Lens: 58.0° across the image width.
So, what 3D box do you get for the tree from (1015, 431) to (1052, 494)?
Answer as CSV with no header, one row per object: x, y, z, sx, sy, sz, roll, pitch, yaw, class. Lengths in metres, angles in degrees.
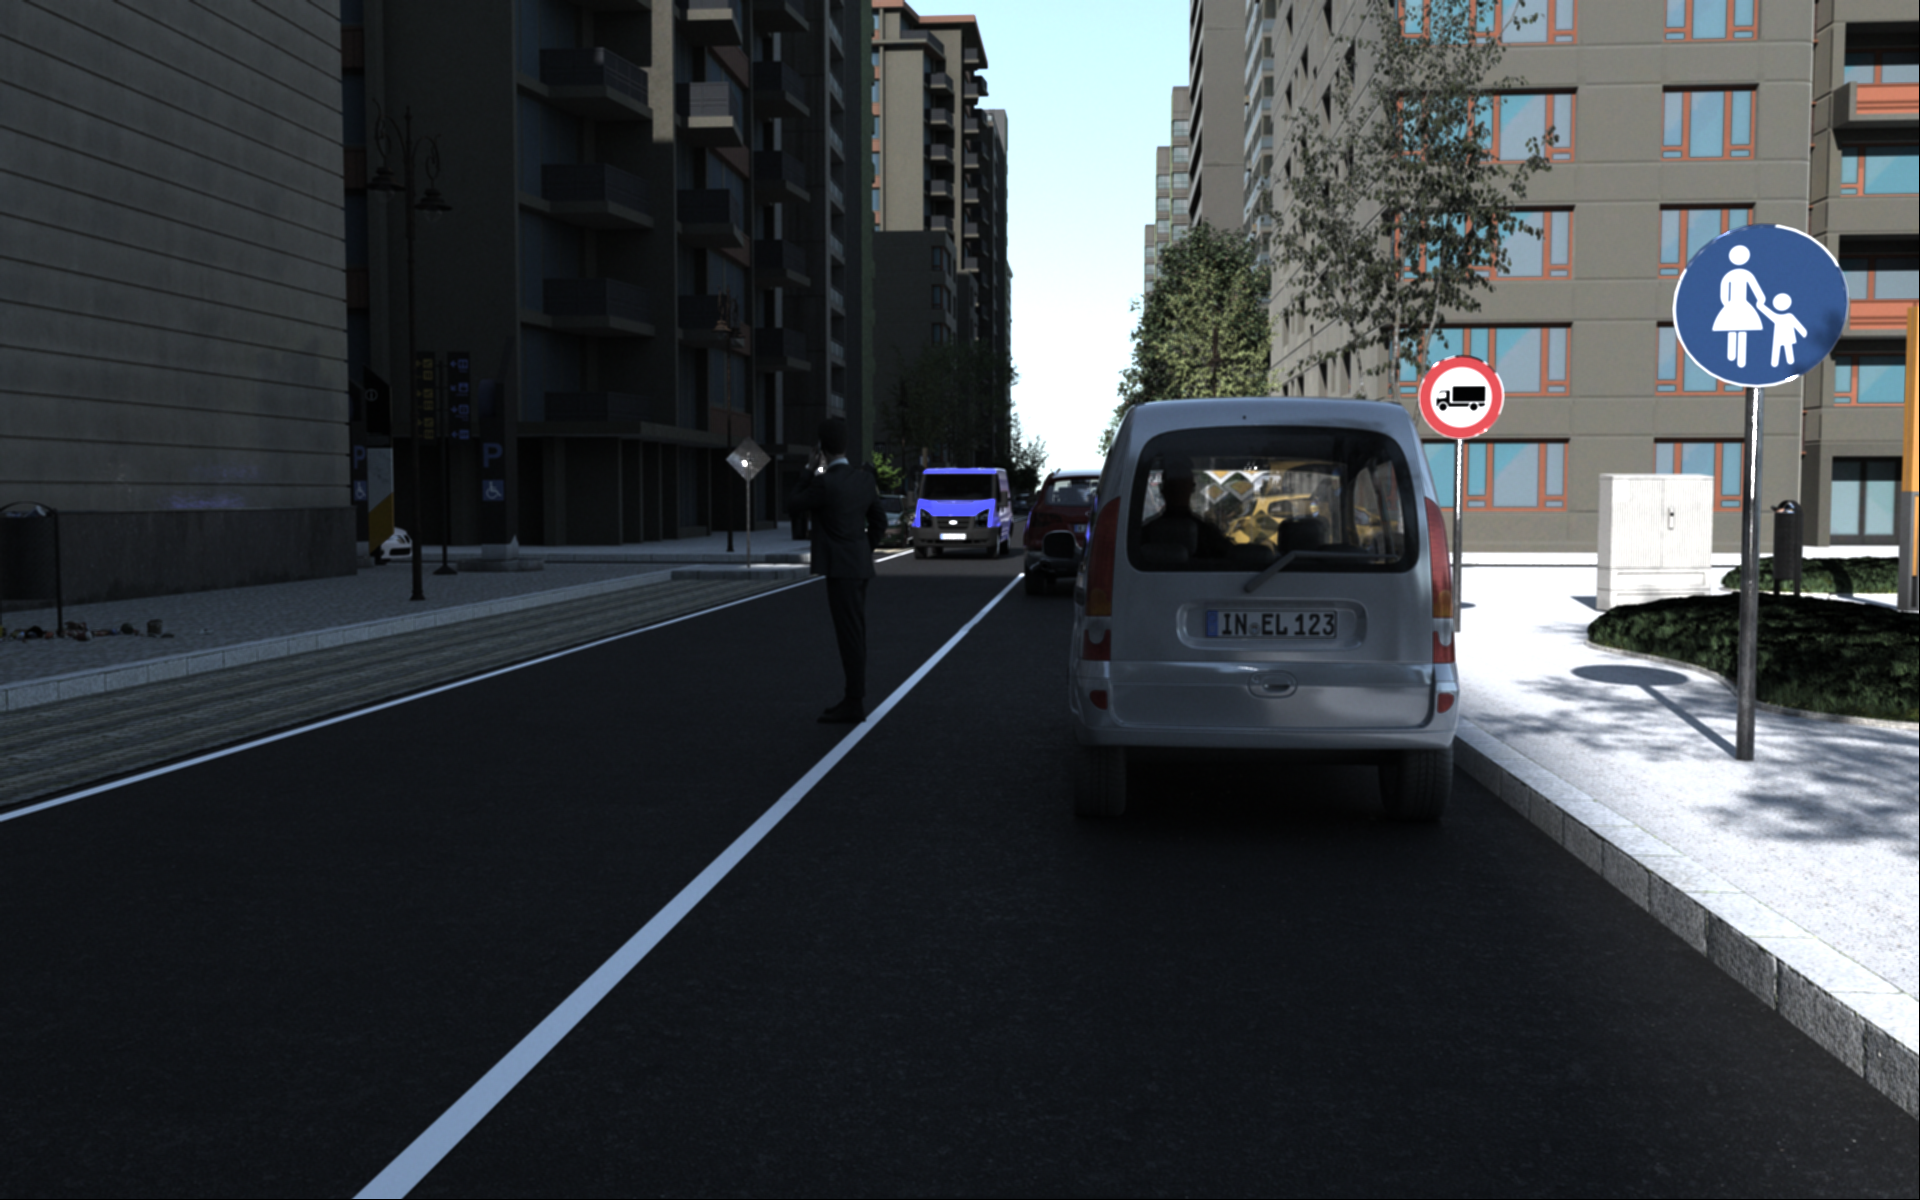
8.492,-15.367,201.615,4.737,8.622,4.395,0,3,0,tree

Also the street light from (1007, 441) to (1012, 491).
4.169,-10.667,147.199,0.468,5.910,1.993,0,4,5,street light

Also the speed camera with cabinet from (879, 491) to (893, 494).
-4.685,-7.106,110.525,0.660,3.252,2.038,2,4,32,speed camera with cabinet

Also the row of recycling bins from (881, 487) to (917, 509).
-4.210,-6.120,107.167,3.534,1.692,1.069,1,4,15,row of recycling bins

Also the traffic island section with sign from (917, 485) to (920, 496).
-1.161,-3.157,60.248,1.989,1.847,2.006,0,4,5,traffic island section with sign

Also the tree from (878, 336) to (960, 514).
-2.092,-8.009,81.306,4.737,8.622,4.395,0,3,0,tree

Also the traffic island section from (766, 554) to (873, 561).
-3.029,-0.968,38.108,2.009,0.180,2.903,0,4,5,traffic island section

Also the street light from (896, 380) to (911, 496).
-2.295,-5.963,70.289,0.468,5.910,1.993,0,4,5,street light

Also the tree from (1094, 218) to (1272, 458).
10.393,-9.484,72.077,9.611,12.733,9.660,0,3,0,tree

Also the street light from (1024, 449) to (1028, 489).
6.873,-12.619,179.104,0.468,5.910,1.993,0,4,5,street light

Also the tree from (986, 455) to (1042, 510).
3.542,-9.585,140.429,4.285,4.588,4.351,0,3,0,tree

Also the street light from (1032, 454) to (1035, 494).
8.392,-13.758,197.735,0.468,5.910,1.993,0,4,5,street light

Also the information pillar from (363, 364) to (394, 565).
-10.481,-2.437,31.199,0.504,3.616,0.183,0,4,-3,information pillar

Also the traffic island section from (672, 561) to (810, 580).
-3.700,-0.481,30.151,2.009,0.180,2.903,0,4,5,traffic island section

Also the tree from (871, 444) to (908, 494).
-3.072,-4.373,66.096,1.663,3.219,1.824,0,3,0,tree

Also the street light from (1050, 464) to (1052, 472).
13.799,-17.692,262.056,0.468,5.910,1.993,0,4,5,street light

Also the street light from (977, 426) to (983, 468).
1.358,-8.717,115.302,0.468,5.910,1.993,0,4,5,street light

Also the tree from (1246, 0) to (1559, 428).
5.737,-4.404,22.370,4.360,8.622,3.978,0,3,0,tree

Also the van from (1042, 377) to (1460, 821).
1.418,-0.122,9.015,2.013,2.044,4.112,0,4,4,van

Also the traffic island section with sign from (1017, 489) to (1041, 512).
5.330,-7.861,137.156,1.989,1.847,2.006,0,4,5,traffic island section with sign

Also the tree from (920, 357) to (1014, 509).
-0.155,-8.737,93.209,4.360,8.622,3.978,0,3,0,tree

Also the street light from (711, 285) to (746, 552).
-5.116,-4.013,38.393,0.468,5.910,1.993,0,4,5,street light

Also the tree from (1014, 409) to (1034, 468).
4.472,-12.276,151.067,4.360,8.622,3.978,0,3,0,tree

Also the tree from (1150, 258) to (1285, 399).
8.132,-6.410,55.164,4.737,8.622,4.395,0,3,0,tree

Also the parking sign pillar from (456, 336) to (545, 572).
-7.737,-2.482,29.056,1.447,3.967,1.447,0,4,-6,parking sign pillar

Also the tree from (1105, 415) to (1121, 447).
20.058,-16.507,195.640,9.928,11.665,9.643,0,3,0,tree

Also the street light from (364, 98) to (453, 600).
-6.563,-2.935,20.779,0.468,5.910,1.993,0,4,5,street light

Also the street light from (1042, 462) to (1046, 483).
11.119,-15.741,230.149,0.468,5.910,1.993,0,4,5,street light

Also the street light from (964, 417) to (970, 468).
0.385,-7.915,102.196,0.468,5.910,1.993,0,4,5,street light

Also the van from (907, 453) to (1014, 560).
0.101,-2.163,39.747,2.240,2.365,5.245,0,4,6,van

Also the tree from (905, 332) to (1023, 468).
0.088,-11.286,110.287,9.928,11.665,9.643,0,3,0,tree

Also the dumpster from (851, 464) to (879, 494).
-3.524,-3.313,56.655,1.502,2.255,1.985,0,4,5,dumpster

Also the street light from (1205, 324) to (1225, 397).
6.926,-4.550,47.172,0.468,5.910,1.993,0,4,5,street light

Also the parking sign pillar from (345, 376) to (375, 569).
-10.973,-2.546,30.107,1.447,3.967,1.447,1,4,19,parking sign pillar
